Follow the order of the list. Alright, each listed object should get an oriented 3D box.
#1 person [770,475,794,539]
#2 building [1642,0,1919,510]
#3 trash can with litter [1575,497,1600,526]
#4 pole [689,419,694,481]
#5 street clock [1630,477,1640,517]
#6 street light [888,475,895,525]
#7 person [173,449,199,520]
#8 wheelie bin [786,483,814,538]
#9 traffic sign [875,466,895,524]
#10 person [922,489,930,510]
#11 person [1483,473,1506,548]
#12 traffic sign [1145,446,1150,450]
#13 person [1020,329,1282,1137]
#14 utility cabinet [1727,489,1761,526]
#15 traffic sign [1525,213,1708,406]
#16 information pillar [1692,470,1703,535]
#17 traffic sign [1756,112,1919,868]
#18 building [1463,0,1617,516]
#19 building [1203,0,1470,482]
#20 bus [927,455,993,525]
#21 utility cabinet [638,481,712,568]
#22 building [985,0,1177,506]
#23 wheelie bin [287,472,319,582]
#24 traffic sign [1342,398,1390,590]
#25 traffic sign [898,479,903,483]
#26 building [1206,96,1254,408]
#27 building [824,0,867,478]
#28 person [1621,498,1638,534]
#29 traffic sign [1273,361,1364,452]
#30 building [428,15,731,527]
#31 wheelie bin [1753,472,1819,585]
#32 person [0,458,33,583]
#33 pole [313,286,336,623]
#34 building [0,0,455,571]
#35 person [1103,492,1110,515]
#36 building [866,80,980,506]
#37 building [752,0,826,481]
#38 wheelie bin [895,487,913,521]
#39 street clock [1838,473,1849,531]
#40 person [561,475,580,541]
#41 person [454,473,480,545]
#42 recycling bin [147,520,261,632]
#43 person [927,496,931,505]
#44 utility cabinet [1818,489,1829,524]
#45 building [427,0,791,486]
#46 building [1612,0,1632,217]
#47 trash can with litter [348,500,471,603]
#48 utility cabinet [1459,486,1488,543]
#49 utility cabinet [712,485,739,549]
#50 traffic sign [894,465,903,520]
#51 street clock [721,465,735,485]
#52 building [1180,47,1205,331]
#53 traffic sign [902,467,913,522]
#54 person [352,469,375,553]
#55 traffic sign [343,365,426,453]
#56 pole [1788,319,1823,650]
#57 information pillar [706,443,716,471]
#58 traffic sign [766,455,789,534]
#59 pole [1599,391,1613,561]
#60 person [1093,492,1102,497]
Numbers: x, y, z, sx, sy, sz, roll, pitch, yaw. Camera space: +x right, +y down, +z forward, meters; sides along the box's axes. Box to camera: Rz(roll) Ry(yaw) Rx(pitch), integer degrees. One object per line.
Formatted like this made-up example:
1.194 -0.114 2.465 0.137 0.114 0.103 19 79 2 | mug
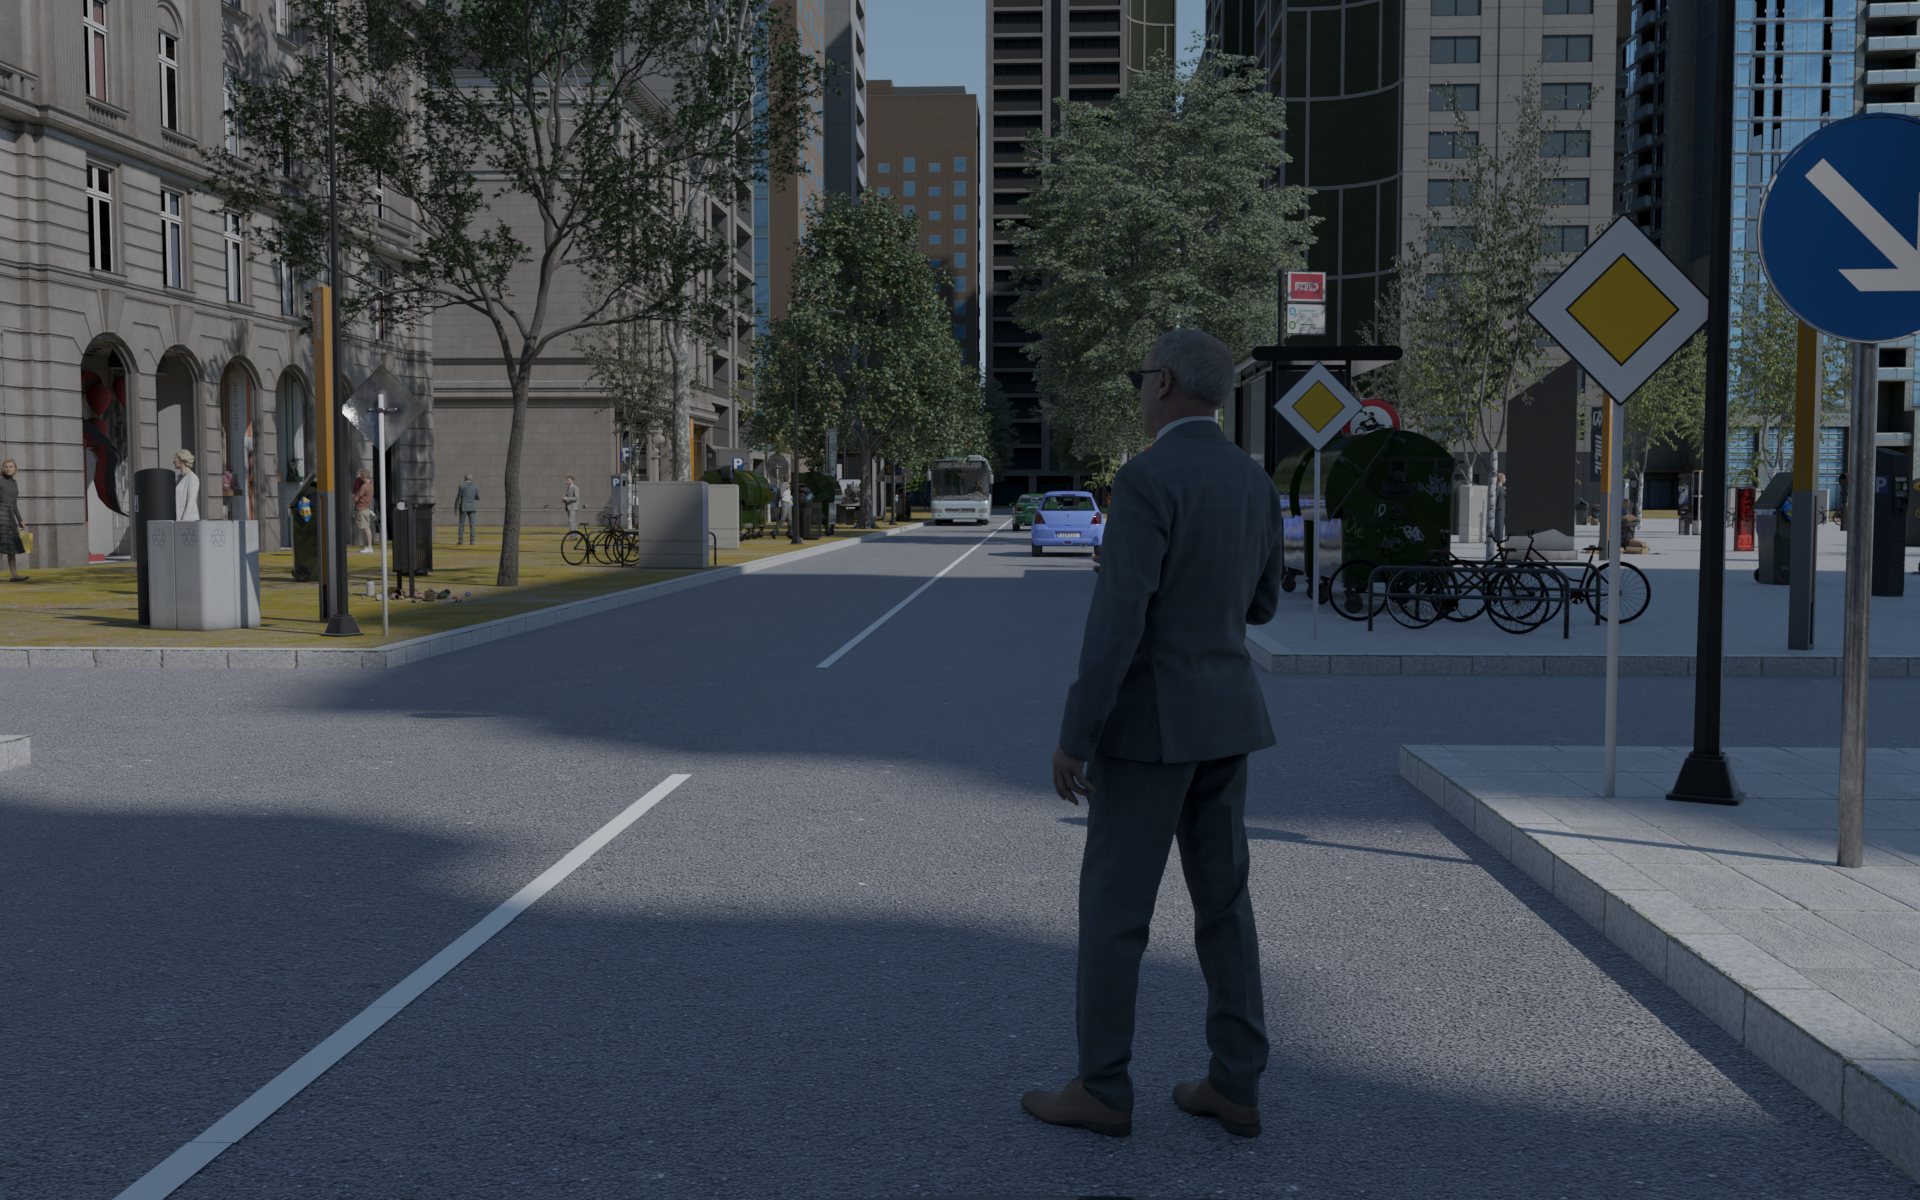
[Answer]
-4.984 -2.628 49.116 0.850 1.850 0.679 0 4 6 | person
69.722 -50.713 141.832 31.000 86.520 22.319 0 4 3 | building
25.730 -3.645 70.987 1.055 1.170 0.624 2 4 31 | trash can with litter
-7.308 -3.245 46.891 0.158 3.312 0.155 0 3 0 | pole
28.467 -4.186 73.005 0.358 2.002 0.471 -2 4 -24 | street clock
-2.305 -6.123 72.651 1.470 5.913 1.316 0 4 3 | street light
-9.723 -0.972 21.820 0.514 1.842 0.818 1 4 20 | person
-4.673 -2.606 50.511 0.693 1.594 0.980 1 4 20 | wheelie bin
-3.247 -4.584 74.958 0.884 2.594 0.081 0 4 6 | traffic sign
-2.821 -8.355 143.090 0.683 1.767 0.568 1 4 10 | person
12.592 -2.089 40.614 0.534 1.772 0.576 0 4 8 | person
5.038 -2.712 44.453 0.768 2.556 0.104 0 4 5 | traffic sign
0.430 0.287 3.989 0.661 1.801 0.590 -3 5 -44 | person
31.355 -3.708 69.297 1.173 1.500 0.318 0 4 3 | utility cabinet
2.773 -0.310 7.255 0.795 2.593 0.064 0 4 3 | traffic sign
22.961 -3.013 53.759 0.304 2.012 0.304 -1 4 -17 | information pillar
3.070 -0.354 5.899 0.768 2.556 0.104 0 4 5 | traffic sign
27.950 -41.059 109.560 20.563 71.187 20.611 0 4 3 | building
29.424 -43.212 144.771 20.563 71.187 20.611 0 4 3 | building
0.155 -5.351 82.342 2.948 3.499 13.247 0 4 2 | bus
-4.932 -1.295 29.854 1.173 1.500 0.318 1 4 13 | utility cabinet
13.387 -46.067 191.453 20.611 71.187 20.563 0 4 3 | building
-9.523 -1.076 25.505 0.693 1.594 0.980 -2 4 -24 | wheelie bin
5.446 -1.400 22.994 0.768 2.556 0.104 1 4 10 | traffic sign
-3.040 -4.869 79.606 0.884 2.594 0.081 0 4 8 | traffic sign
25.195 -21.845 128.872 14.160 30.474 14.107 0 4 3 | building
-22.435 -37.084 148.324 28.212 58.520 21.231 0 4 3 | building
20.500 -2.532 52.948 0.738 1.151 1.012 3 4 37 | person
3.160 -0.798 15.231 0.795 2.593 0.064 0 4 3 | traffic sign
-17.925 -13.318 68.657 10.553 20.767 40.483 0 4 3 | building
11.748 -1.024 24.654 0.693 1.594 0.980 0 4 -3 | wheelie bin
-14.016 -1.133 24.778 0.699 1.804 1.509 3 4 37 | person
-6.271 -1.427 17.174 0.158 3.312 0.155 0 3 0 | pole
-21.064 -11.910 36.528 13.314 21.916 24.055 0 4 3 | building
9.203 -6.040 108.059 0.557 1.426 1.065 -1 4 -20 | person
-5.028 -33.059 190.630 14.200 45.320 14.600 0 4 3 | building
-17.054 -28.710 119.512 14.600 45.320 14.200 0 4 3 | building
-2.652 -4.533 82.021 0.693 1.594 0.980 3 5 40 | wheelie bin
30.633 -3.387 59.953 0.358 2.002 0.471 0 4 -6 | street clock
-10.745 -2.527 47.567 0.583 1.804 0.606 -3 5 -41 | person
-12.505 -2.304 43.886 0.661 1.801 0.590 -2 4 -35 | person
-7.218 -0.244 16.551 0.722 1.027 0.722 1 4 21 | recycling bin
-2.317 -7.940 139.086 0.599 1.433 0.991 -2 4 -34 | person
36.495 -4.001 74.096 1.173 1.500 0.318 3 5 39 | utility cabinet
-20.921 -40.567 101.516 20.563 71.187 20.611 0 4 3 | building
47.191 -30.432 147.669 14.200 45.320 14.600 0 4 3 | building
-6.769 -0.618 21.158 1.678 1.210 2.233 -2 4 -35 | trash can with litter
13.546 -2.246 45.401 1.173 1.500 0.318 -3 5 -43 | utility cabinet
-5.742 -1.931 40.254 1.173 1.500 0.318 0 4 2 | utility cabinet
-2.915 -4.680 76.619 0.768 2.556 0.104 0 4 6 | traffic sign
-5.874 -2.405 43.899 0.358 2.002 0.471 1 4 8 | street clock
35.249 -34.725 191.457 21.600 48.544 21.300 0 4 3 | building
-2.557 -4.914 80.451 0.768 2.556 0.104 0 4 7 | traffic sign
-13.059 -1.953 37.950 0.580 1.828 0.573 2 4 32 | person
-5.223 -0.824 15.657 0.795 2.593 0.064 0 4 3 | traffic sign
6.950 -1.246 14.214 0.158 3.312 0.155 0 3 0 | pole
-11.516 -5.431 80.148 0.504 3.616 0.183 -2 4 -33 | information pillar
-5.931 -3.431 56.207 0.768 2.556 0.104 0 4 8 | traffic sign
12.438 -2.415 33.327 0.158 3.312 0.155 0 3 0 | pole
12.328 -9.173 155.988 0.705 1.831 1.348 -3 5 -42 | person
